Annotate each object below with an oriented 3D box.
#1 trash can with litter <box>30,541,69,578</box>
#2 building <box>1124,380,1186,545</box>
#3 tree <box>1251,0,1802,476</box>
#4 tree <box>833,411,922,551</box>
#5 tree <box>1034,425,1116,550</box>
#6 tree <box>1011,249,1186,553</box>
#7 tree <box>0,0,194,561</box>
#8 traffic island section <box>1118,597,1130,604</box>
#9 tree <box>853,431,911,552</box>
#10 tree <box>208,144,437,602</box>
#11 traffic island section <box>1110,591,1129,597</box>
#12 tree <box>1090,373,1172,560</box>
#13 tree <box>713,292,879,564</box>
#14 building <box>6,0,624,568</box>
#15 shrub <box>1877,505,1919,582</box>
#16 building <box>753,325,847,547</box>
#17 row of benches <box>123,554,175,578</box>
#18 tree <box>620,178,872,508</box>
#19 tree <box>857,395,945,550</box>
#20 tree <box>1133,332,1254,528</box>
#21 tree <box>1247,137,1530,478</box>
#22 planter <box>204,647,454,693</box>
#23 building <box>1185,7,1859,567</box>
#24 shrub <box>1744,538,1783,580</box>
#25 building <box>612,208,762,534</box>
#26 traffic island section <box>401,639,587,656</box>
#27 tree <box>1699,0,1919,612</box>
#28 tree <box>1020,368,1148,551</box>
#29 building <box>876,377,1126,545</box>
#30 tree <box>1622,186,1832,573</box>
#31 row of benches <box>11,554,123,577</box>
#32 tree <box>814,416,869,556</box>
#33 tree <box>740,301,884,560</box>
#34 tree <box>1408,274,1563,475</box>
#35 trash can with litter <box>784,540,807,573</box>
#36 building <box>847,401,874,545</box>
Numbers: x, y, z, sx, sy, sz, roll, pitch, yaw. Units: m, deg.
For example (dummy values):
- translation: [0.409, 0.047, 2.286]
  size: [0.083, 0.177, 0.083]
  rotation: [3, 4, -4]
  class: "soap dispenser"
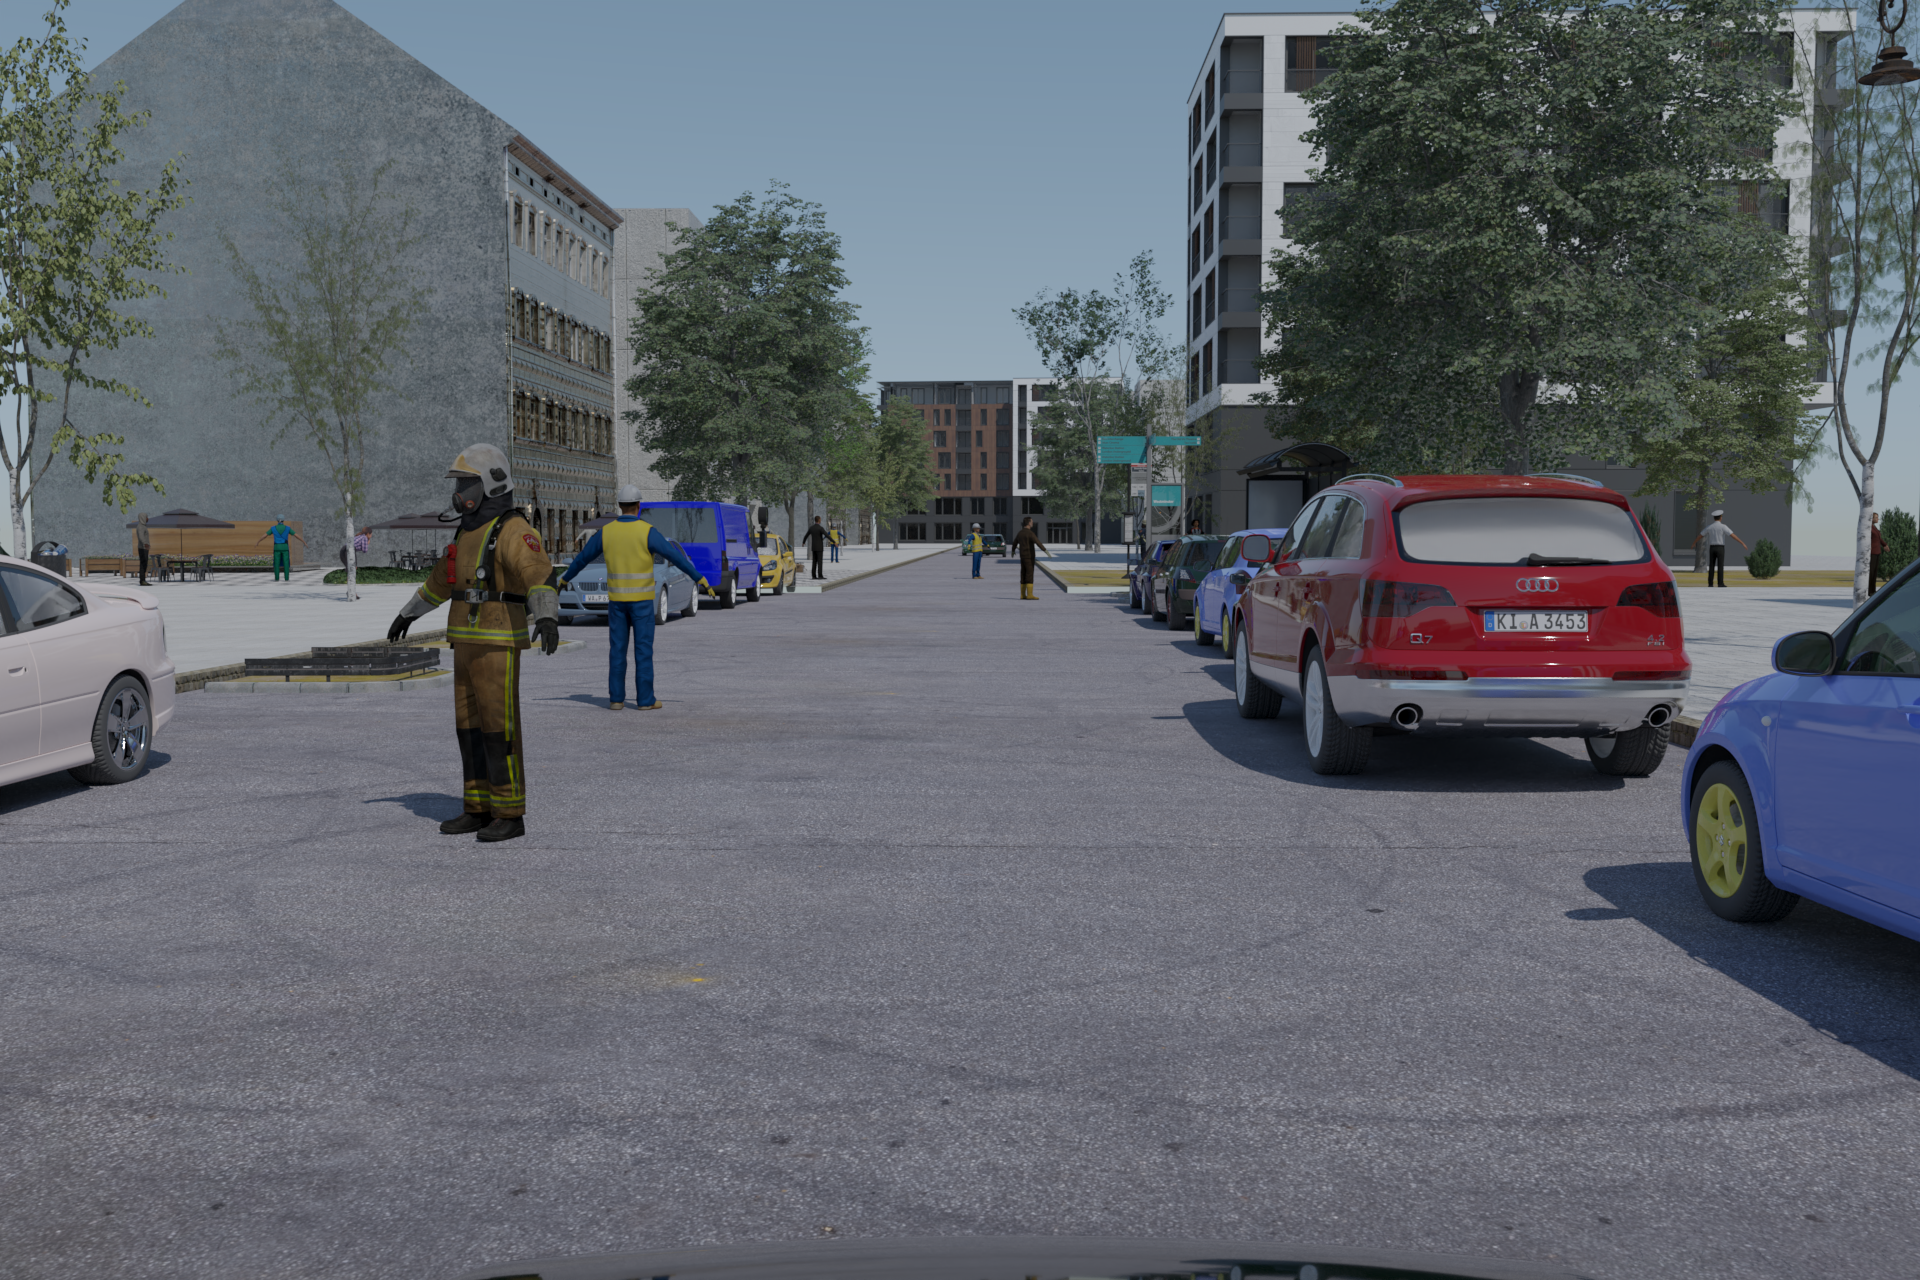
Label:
- translation: [-8.804, -0.385, 17.358]
  size: [1.678, 1.210, 2.233]
  rotation: [0, 4, 1]
  class: "trash can with litter"
- translation: [29.141, -20.807, 206.649]
  size: [16.747, 18.905, 31.486]
  rotation: [0, 4, 1]
  class: "building"
- translation: [9.957, -7.615, 31.154]
  size: [9.857, 13.997, 8.962]
  rotation: [0, 3, 0]
  class: "tree"
- translation: [-6.474, -11.957, 129.909]
  size: [7.601, 10.594, 8.767]
  rotation: [-3, 5, -41]
  class: "tree"
- translation: [9.560, -12.806, 143.791]
  size: [7.601, 10.594, 8.767]
  rotation: [1, 4, 14]
  class: "tree"
- translation: [10.043, -15.905, 115.940]
  size: [12.611, 20.169, 13.585]
  rotation: [0, 3, 0]
  class: "tree"
- translation: [-11.220, -4.289, 20.486]
  size: [4.737, 8.622, 4.395]
  rotation: [0, 3, 0]
  class: "tree"
- translation: [4.313, -0.815, 36.191]
  size: [1.991, 0.108, 1.994]
  rotation: [0, 4, 2]
  class: "traffic island section"
- translation: [-5.866, -10.439, 121.040]
  size: [4.737, 8.622, 4.395]
  rotation: [0, 3, 0]
  class: "tree"
- translation: [-11.337, -5.036, 32.700]
  size: [4.360, 8.622, 3.978]
  rotation: [0, 3, 0]
  class: "tree"
- translation: [4.461, -1.039, 39.853]
  size: [1.991, 0.108, 1.994]
  rotation: [0, 4, 2]
  class: "traffic island section"
- translation: [8.020, -7.839, 78.524]
  size: [4.737, 8.622, 4.395]
  rotation: [0, 3, 0]
  class: "tree"
- translation: [-7.363, -9.108, 74.668]
  size: [9.928, 11.665, 9.643]
  rotation: [0, 3, 0]
  class: "tree"
- translation: [-26.068, -14.897, 74.496]
  size: [19.493, 23.208, 18.063]
  rotation: [0, 4, 1]
  class: "building"
- translation: [25.185, -2.607, 46.671]
  size: [1.661, 2.075, 1.752]
  rotation: [0, 3, 0]
  class: "shrub"
- translation: [-21.678, -21.064, 175.319]
  size: [19.493, 23.208, 18.063]
  rotation: [0, 4, 2]
  class: "building"
- translation: [-24.396, -2.246, 52.181]
  size: [1.422, 0.672, 4.104]
  rotation: [-1, 4, -13]
  class: "row of benches"
- translation: [-8.136, -9.581, 63.306]
  size: [9.857, 13.997, 8.962]
  rotation: [0, 3, 0]
  class: "tree"
- translation: [-5.026, -13.616, 140.755]
  size: [7.486, 12.596, 7.792]
  rotation: [0, 3, 0]
  class: "tree"
- translation: [7.954, -6.907, 63.293]
  size: [4.360, 8.622, 3.978]
  rotation: [0, 3, 0]
  class: "tree"
- translation: [13.212, -8.991, 53.664]
  size: [9.857, 13.997, 8.962]
  rotation: [0, 3, 0]
  class: "tree"
- translation: [-5.822, 0.278, 16.601]
  size: [1.991, 0.319, 1.994]
  rotation: [0, 4, 1]
  class: "planter"
- translation: [24.721, -14.694, 84.220]
  size: [27.936, 21.610, 32.646]
  rotation: [0, 4, 2]
  class: "building"
- translation: [22.688, -2.311, 48.896]
  size: [1.383, 1.207, 1.383]
  rotation: [0, 3, 0]
  class: "shrub"
- translation: [-22.927, -14.903, 110.117]
  size: [16.747, 18.905, 31.486]
  rotation: [0, 4, 1]
  class: "building"
- translation: [-5.694, 0.096, 21.293]
  size: [1.991, 0.108, 1.994]
  rotation: [0, 4, 2]
  class: "traffic island section"
- translation: [9.469, -4.154, 18.279]
  size: [4.360, 8.622, 3.978]
  rotation: [0, 3, 0]
  class: "tree"
- translation: [9.705, -13.748, 131.436]
  size: [9.857, 13.997, 8.962]
  rotation: [0, 3, 0]
  class: "tree"
- translation: [6.262, -24.004, 238.898]
  size: [32.646, 21.610, 27.936]
  rotation: [0, 4, 6]
  class: "building"
- translation: [24.834, -8.497, 57.053]
  size: [7.486, 12.596, 7.792]
  rotation: [0, 3, 0]
  class: "tree"
- translation: [-26.996, -2.205, 51.519]
  size: [4.104, 0.672, 1.422]
  rotation: [-3, 5, -43]
  class: "row of benches"
- translation: [-6.771, -9.252, 101.625]
  size: [4.360, 8.622, 3.978]
  rotation: [0, 3, 0]
  class: "tree"
- translation: [-7.718, -10.171, 84.415]
  size: [7.486, 12.596, 7.792]
  rotation: [0, 3, 0]
  class: "tree"
- translation: [13.205, -5.850, 46.016]
  size: [4.360, 8.622, 3.978]
  rotation: [0, 3, 0]
  class: "tree"
- translation: [-5.622, -2.835, 57.740]
  size: [1.055, 1.170, 0.624]
  rotation: [0, 4, 2]
  class: "trash can with litter"
- translation: [-20.518, -22.988, 206.790]
  size: [19.493, 23.208, 18.063]
  rotation: [0, 4, 2]
  class: "building"
